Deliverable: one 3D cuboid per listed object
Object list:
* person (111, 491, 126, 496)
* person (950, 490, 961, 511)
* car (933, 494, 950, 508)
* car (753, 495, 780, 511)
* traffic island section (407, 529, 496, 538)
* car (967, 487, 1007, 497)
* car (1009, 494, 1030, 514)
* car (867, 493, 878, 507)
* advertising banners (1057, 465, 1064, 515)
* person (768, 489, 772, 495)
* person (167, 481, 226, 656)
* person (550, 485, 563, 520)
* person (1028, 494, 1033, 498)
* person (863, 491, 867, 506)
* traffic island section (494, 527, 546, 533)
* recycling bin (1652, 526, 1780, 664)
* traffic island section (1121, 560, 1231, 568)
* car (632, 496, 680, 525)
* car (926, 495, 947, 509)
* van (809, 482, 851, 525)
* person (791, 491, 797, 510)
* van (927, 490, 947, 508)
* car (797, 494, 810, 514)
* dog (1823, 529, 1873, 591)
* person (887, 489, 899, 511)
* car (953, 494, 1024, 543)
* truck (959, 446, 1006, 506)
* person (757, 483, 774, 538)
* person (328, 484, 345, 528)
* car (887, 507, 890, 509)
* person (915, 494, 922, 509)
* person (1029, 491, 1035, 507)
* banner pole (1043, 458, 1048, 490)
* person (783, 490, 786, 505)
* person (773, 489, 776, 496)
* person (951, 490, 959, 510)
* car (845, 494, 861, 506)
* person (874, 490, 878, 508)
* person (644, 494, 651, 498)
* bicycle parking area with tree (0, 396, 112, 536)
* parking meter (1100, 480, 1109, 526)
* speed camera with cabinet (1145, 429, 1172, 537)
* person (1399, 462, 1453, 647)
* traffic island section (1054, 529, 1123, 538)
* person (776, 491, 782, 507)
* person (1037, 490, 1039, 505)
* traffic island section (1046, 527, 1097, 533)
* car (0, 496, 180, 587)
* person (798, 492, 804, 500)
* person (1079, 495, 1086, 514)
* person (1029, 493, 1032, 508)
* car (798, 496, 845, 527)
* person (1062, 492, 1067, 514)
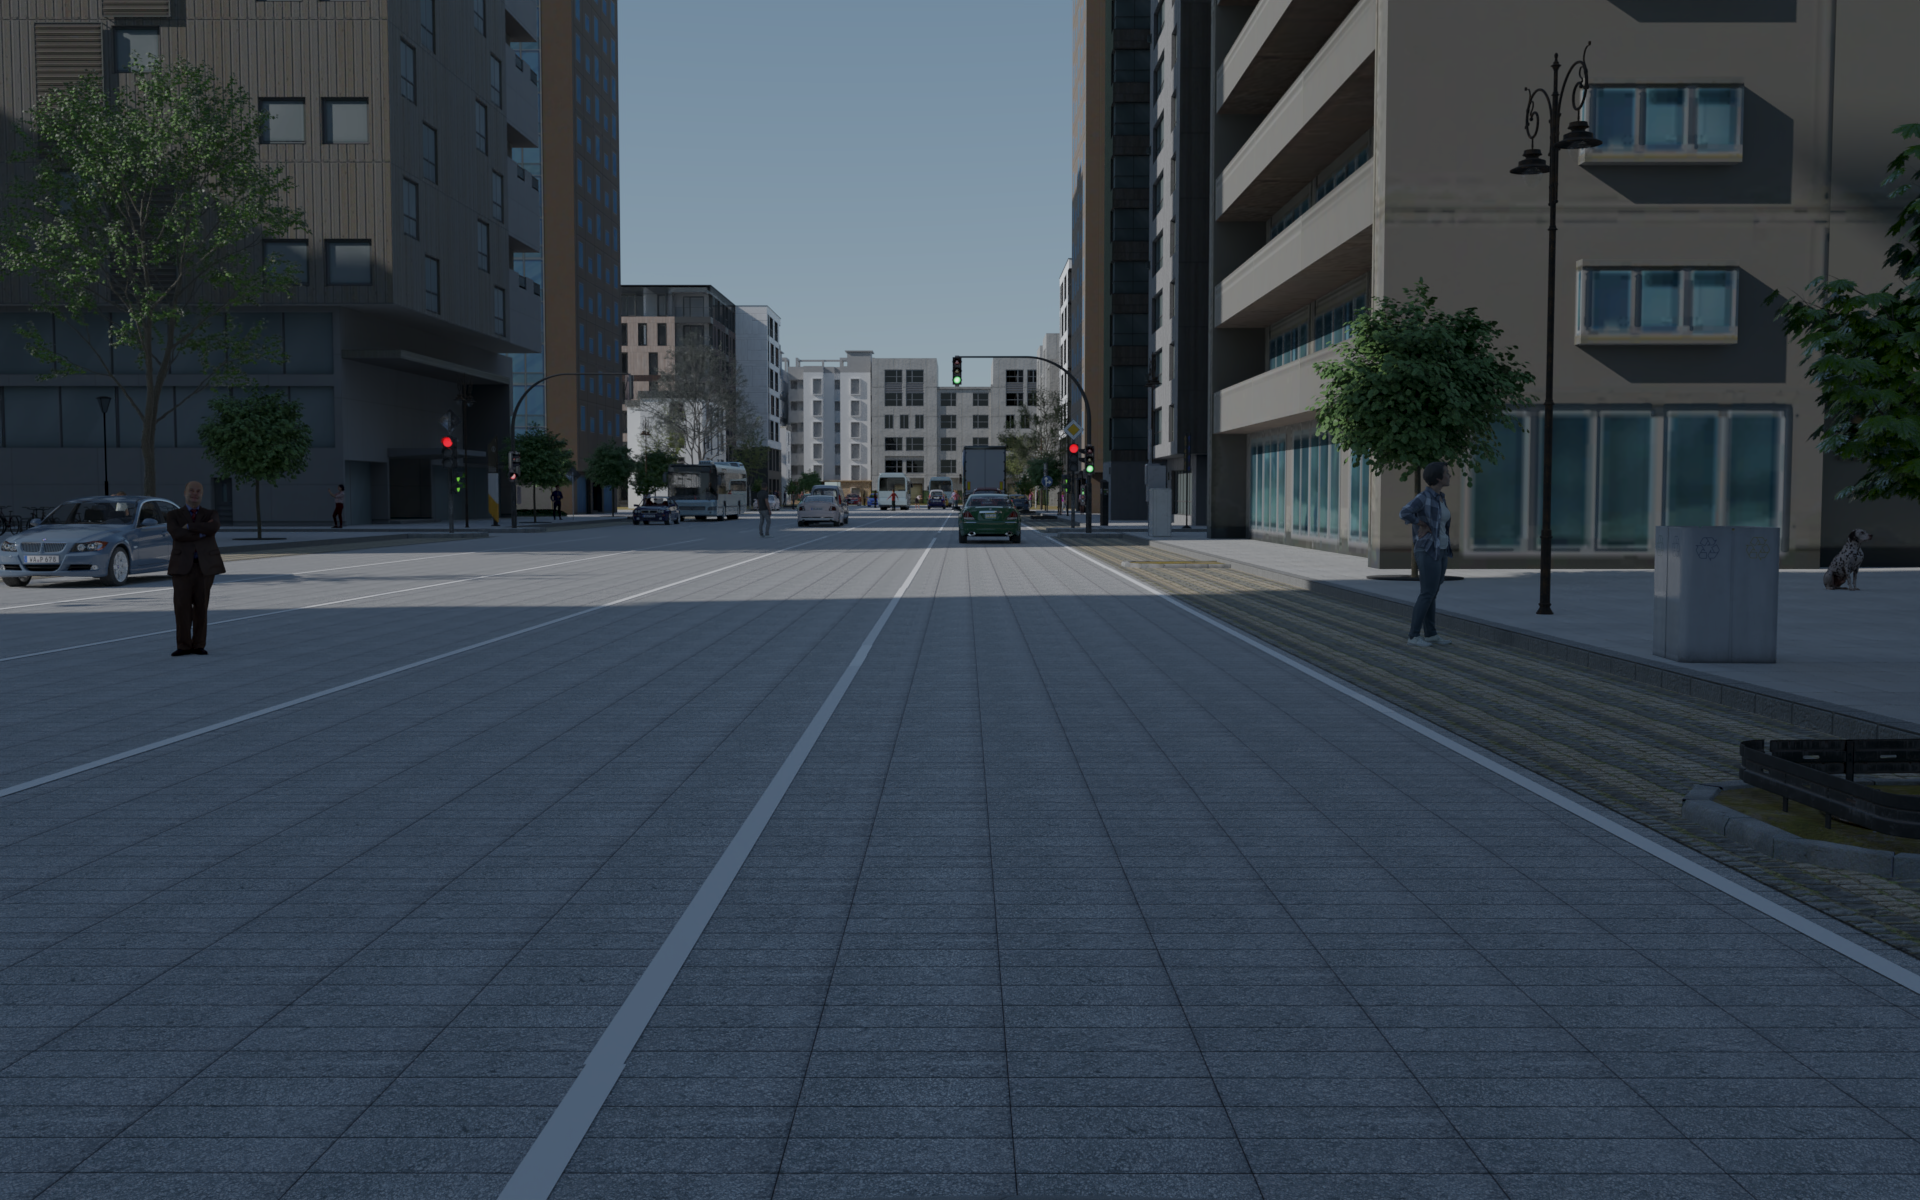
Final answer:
[{"bbox_3d":[-19.489,-1.844,40.110,0.340,1.345,0.435,0,4,-7],"label":"person"},{"bbox_3d":[-0.371,-8.522,148.560,1.217,1.743,0.721,-3,4,-38],"label":"person"},{"bbox_3d":[-2.071,-10.630,184.024,2.015,1.641,3.980,0,4,0],"label":"car"},{"bbox_3d":[-16.502,-8.293,147.957,2.083,1.381,4.827,0,4,1],"label":"car"},{"bbox_3d":[-16.804,-2.135,57.182,2.009,0.180,2.903,0,3,0],"label":"traffic island section"},{"bbox_3d":[1.522,-5.381,96.660,2.281,1.827,5.304,0,4,1],"label":"car"},{"bbox_3d":[4.185,-7.063,127.488,2.014,1.417,4.499,0,4,-1],"label":"car"},{"bbox_3d":[-9.533,-11.373,195.544,1.945,1.707,3.694,0,4,1],"label":"car"},{"bbox_3d":[6.112,-6.657,105.021,0.090,3.025,2.074,1,4,14],"label":"advertising banners"},{"bbox_3d":[-20.072,-10.802,182.746,0.705,1.812,1.348,-2,4,-28],"label":"person"},{"bbox_3d":[-6.798,-0.285,15.423,0.482,1.546,0.388,-2,4,-24],"label":"person"},{"bbox_3d":[-19.998,-4.850,86.052,0.576,1.737,0.504,-3,5,-42],"label":"person"},{"bbox_3d":[8.305,-12.320,207.997,0.750,1.759,0.617,-3,4,-38],"label":"person"},{"bbox_3d":[-11.595,-12.378,210.975,0.705,1.812,1.348,1,4,15],"label":"person"},{"bbox_3d":[-16.789,-2.623,65.167,2.009,0.180,2.903,0,3,0],"label":"traffic island section"},{"bbox_3d":[5.861,-0.055,13.453,0.722,1.027,0.722,0,4,4],"label":"recycling bin"},{"bbox_3d":[4.209,-0.692,34.186,1.991,0.108,1.994,0,3,0],"label":"traffic island section"},{"bbox_3d":[-14.260,-4.207,81.364,1.945,1.354,3.894,0,4,0],"label":"car"},{"bbox_3d":[-2.230,-9.290,164.477,1.945,1.354,3.894,0,4,-2],"label":"car"},{"bbox_3d":[-6.247,-4.615,82.463,2.013,2.044,4.112,0,4,1],"label":"van"},{"bbox_3d":[-15.265,-9.186,159.411,0.721,1.735,1.217,1,4,12],"label":"person"},{"bbox_3d":[-2.303,-10.176,173.387,2.013,2.044,4.112,0,4,0],"label":"van"},{"bbox_3d":[-9.960,-6.644,117.420,1.959,1.807,4.718,0,4,2],"label":"car"},{"bbox_3d":[11.896,-0.546,23.309,0.513,0.831,0.800,1,4,14],"label":"dog"},{"bbox_3d":[-5.577,-8.334,144.703,0.705,1.831,1.348,3,5,43],"label":"person"},{"bbox_3d":[0.863,-2.445,51.777,2.131,1.459,4.920,0,4,0],"label":"car"},{"bbox_3d":[1.398,-7.169,106.129,2.839,4.237,11.283,0,4,-1],"label":"truck"},{"bbox_3d":[-6.428,-2.967,57.144,0.434,1.807,0.598,-2,4,-34],"label":"person"},{"bbox_3d":[-23.285,-3.497,64.684,0.566,1.644,0.517,0,4,4],"label":"person"},{"bbox_3d":[-6.450,-9.951,172.491,2.009,1.686,4.222,0,4,2],"label":"car"},{"bbox_3d":[-3.995,-9.535,167.578,0.799,1.438,0.628,0,4,8],"label":"person"},{"bbox_3d":[6.826,-9.912,168.827,1.217,1.743,0.721,3,5,44],"label":"person"},{"bbox_3d":[6.059,-8.075,122.038,0.401,3.779,0.863,-1,4,-23],"label":"banner pole"},{"bbox_3d":[-19.622,-11.448,194.141,0.530,1.710,0.541,0,4,4],"label":"person"},{"bbox_3d":[-18.865,-10.491,178.025,0.568,1.767,0.683,1,4,22],"label":"person"},{"bbox_3d":[-0.464,-8.846,153.004,0.709,1.838,0.599,0,4,1],"label":"person"},{"bbox_3d":[-12.862,-12.151,207.701,2.155,1.783,4.494,0,4,2],"label":"car"},{"bbox_3d":[-8.580,-10.278,176.512,0.705,1.831,1.348,-1,4,-15],"label":"person"},{"bbox_3d":[-21.638,-6.905,119.601,0.621,1.740,0.551,2,4,31],"label":"person"},{"bbox_3d":[-27.770,-3.907,50.881,8.231,4.147,9.016,1,4,15],"label":"bicycle parking area with tree"},{"bbox_3d":[5.841,-3.937,70.080,0.255,1.863,0.399,-1,4,-15],"label":"parking meter"},{"bbox_3d":[6.009,-3.549,52.363,0.660,3.252,2.038,0,3,0],"label":"speed camera with cabinet"},{"bbox_3d":[4.442,-0.438,16.392,0.376,1.734,0.841,3,5,39],"label":"person"},{"bbox_3d":[4.258,-2.132,57.138,2.009,0.180,2.903,0,3,0],"label":"traffic island section"},{"bbox_3d":[-18.476,-10.342,176.612,0.593,1.643,0.415,0,4,-5],"label":"person"},{"bbox_3d":[8.917,-11.771,199.036,0.617,1.759,0.750,-2,4,-32],"label":"person"},{"bbox_3d":[4.273,-2.620,65.123,2.009,0.180,2.903,0,3,0],"label":"traffic island section"},{"bbox_3d":[-13.924,-0.999,28.339,2.014,1.417,4.499,0,4,-1],"label":"car"},{"bbox_3d":[-12.841,-7.984,140.509,0.593,1.643,0.415,-3,5,-41],"label":"person"},{"bbox_3d":[7.690,-6.088,108.820,0.421,1.427,0.697,-1,4,-9],"label":"person"},{"bbox_3d":[6.340,-9.056,157.324,0.599,1.433,0.991,1,4,11],"label":"person"},{"bbox_3d":[-6.205,-3.977,77.391,2.083,1.381,4.827,0,4,0],"label":"car"},{"bbox_3d":[6.963,-6.421,114.266,0.776,1.435,0.726,0,4,-8],"label":"person"}]
